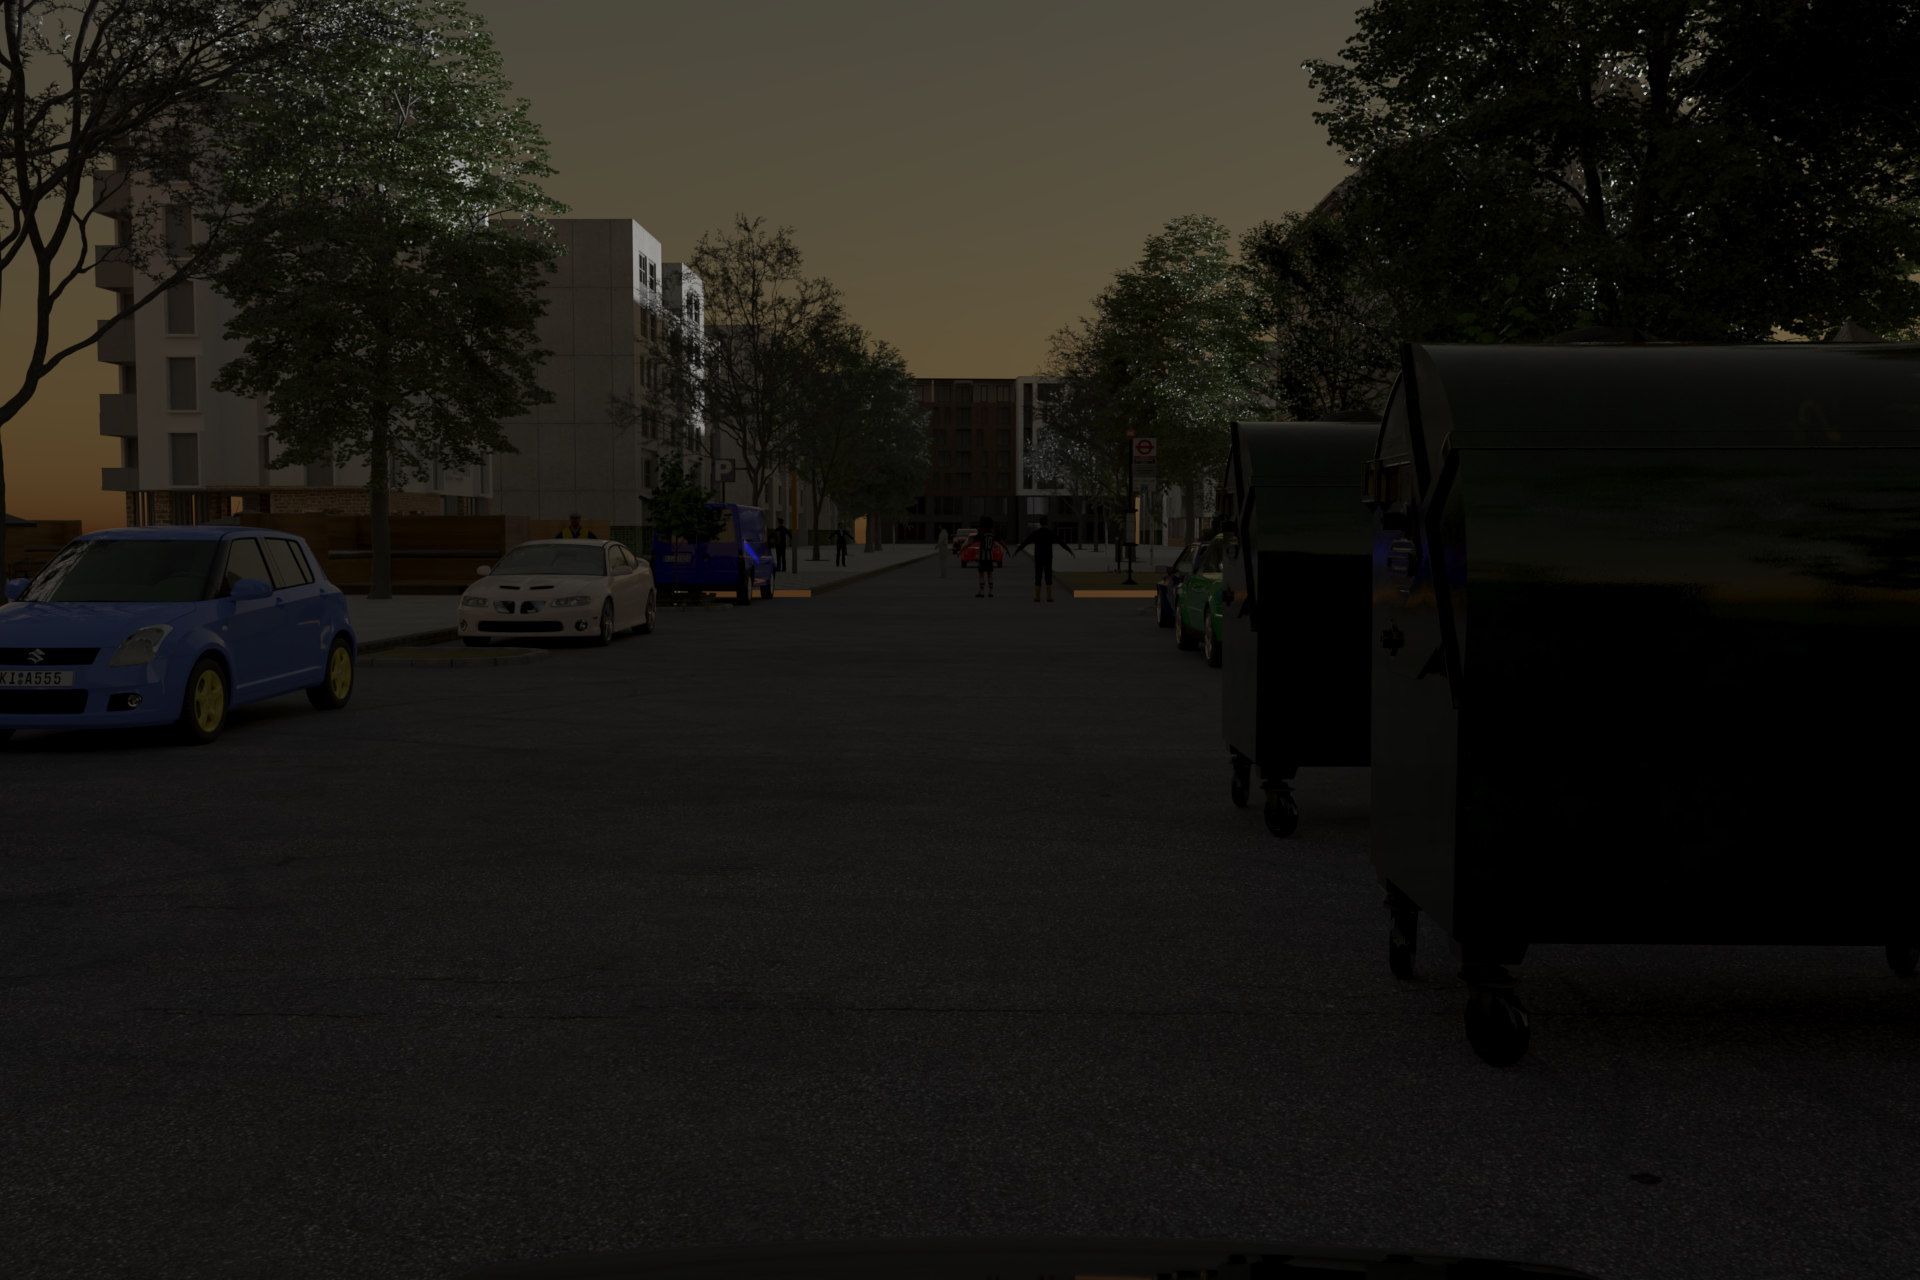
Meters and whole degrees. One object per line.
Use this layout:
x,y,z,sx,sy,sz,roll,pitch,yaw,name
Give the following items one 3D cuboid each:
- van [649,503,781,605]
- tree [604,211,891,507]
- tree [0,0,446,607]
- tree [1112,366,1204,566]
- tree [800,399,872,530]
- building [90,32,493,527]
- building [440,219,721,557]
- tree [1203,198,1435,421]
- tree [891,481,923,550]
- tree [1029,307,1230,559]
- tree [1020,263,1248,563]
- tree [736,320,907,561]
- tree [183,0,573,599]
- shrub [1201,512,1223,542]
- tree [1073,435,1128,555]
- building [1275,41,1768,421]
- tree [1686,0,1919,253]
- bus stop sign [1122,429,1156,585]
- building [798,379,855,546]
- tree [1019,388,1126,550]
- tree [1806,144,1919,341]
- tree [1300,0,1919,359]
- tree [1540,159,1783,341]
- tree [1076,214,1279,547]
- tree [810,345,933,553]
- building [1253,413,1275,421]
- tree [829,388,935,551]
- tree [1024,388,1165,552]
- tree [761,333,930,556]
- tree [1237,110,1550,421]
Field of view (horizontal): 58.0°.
-5.113,-1.970,36.586,2.240,2.365,5.245,0,4,2,van
-7.750,-9.488,65.497,12.009,13.543,11.850,0,3,0,tree
-11.244,-6.708,20.042,12.009,13.543,11.850,0,3,0,tree
7.962,-7.284,69.453,4.737,8.622,4.395,0,3,0,tree
-6.472,-8.718,92.904,4.737,8.622,4.395,0,3,0,tree
-26.826,-12.871,66.868,16.016,20.090,11.380,0,4,1,building
-26.432,-15.096,113.270,16.747,18.905,31.486,0,4,1,building
11.072,-7.731,52.156,9.928,11.665,9.643,0,3,0,tree
-5.271,-11.638,140.637,4.737,8.622,4.395,0,3,0,tree
8.650,-10.982,89.925,12.009,13.543,11.850,0,3,0,tree
7.854,-10.241,77.812,12.009,13.543,11.850,0,3,0,tree
-6.711,-9.579,82.364,9.928,11.665,9.643,0,3,0,tree
-11.392,-7.103,34.265,7.486,12.596,7.792,0,3,0,tree
6.999,-2.504,44.981,1.661,2.075,1.752,0,3,0,shrub
9.072,-9.634,107.875,4.737,8.622,4.395,0,3,0,tree
26.232,-15.518,84.650,19.493,23.208,18.063,0,4,1,building
9.552,-4.867,13.984,7.601,10.594,8.767,0,4,-7,tree
4.536,-3.377,43.923,0.855,3.939,0.416,0,4,1,bus stop sign
-22.292,-20.738,205.515,16.747,18.905,31.486,0,4,2,building
9.619,-14.005,139.356,12.009,13.543,11.850,0,3,0,tree
25.255,-7.727,44.459,7.486,12.596,7.792,0,3,0,tree
9.882,-7.277,25.638,9.857,13.997,8.962,0,3,0,tree
22.181,-9.163,56.470,9.857,13.997,8.962,0,3,0,tree
7.918,-8.817,62.287,7.486,12.596,7.792,0,3,0,tree
-6.265,-12.974,118.779,9.857,13.997,8.962,0,3,0,tree
25.587,-10.636,116.047,9.099,9.664,28.070,0,4,2,building
-6.249,-13.797,132.229,9.857,13.997,8.962,0,3,0,tree
9.738,-13.040,123.567,12.009,13.543,11.850,0,3,0,tree
-7.050,-11.804,103.365,12.009,13.543,11.850,0,3,0,tree
10.040,-6.365,38.473,7.601,10.594,8.767,2,4,28,tree
